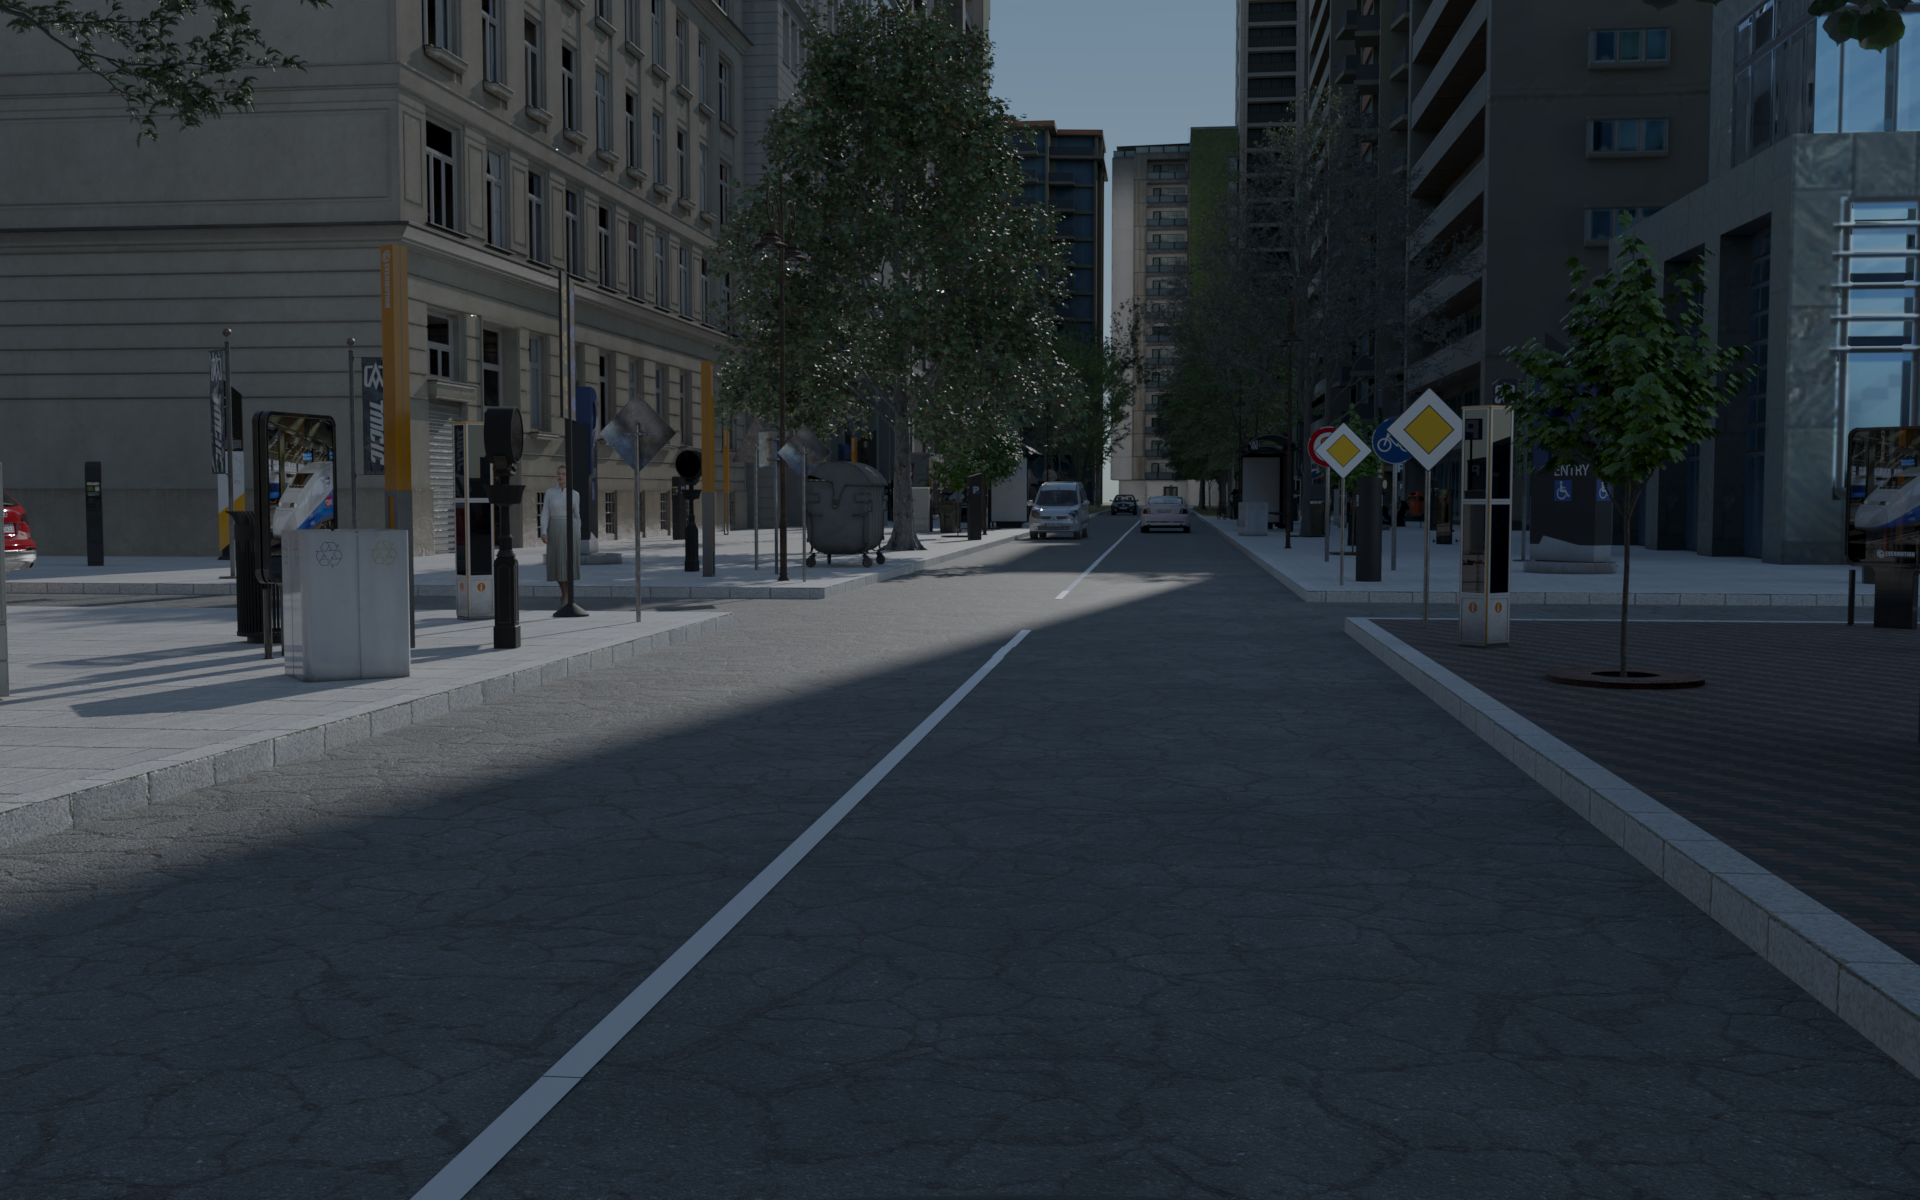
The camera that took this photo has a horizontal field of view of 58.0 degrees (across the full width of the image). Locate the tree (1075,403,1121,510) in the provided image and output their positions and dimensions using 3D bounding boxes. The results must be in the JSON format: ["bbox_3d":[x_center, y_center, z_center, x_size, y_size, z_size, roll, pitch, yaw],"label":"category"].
[{"bbox_3d":[10.767,-11.459,137.717,4.737,8.622,4.395,0,3,0],"label":"tree"}]

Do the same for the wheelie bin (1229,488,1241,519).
[{"bbox_3d":[14.104,-4.889,87.845,0.693,1.594,0.980,3,5,43],"label":"wheelie bin"}]

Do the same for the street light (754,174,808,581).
[{"bbox_3d":[-2.611,-3.221,25.453,0.468,5.910,1.993,0,4,7],"label":"street light"}]

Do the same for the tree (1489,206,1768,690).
[{"bbox_3d":[4.429,-1.054,11.838,1.663,3.219,1.824,0,3,0],"label":"tree"}]

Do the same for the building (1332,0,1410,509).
[{"bbox_3d":[36.386,-28.094,113.963,22.147,44.769,28.867,0,4,7],"label":"building"}]

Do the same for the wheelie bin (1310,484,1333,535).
[{"bbox_3d":[11.149,-2.811,53.872,0.980,1.594,0.693,3,4,37],"label":"wheelie bin"}]

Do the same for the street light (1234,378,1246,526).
[{"bbox_3d":[11.158,-5.889,69.070,0.468,5.910,1.993,0,4,7],"label":"street light"}]

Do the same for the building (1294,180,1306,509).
[{"bbox_3d":[37.433,-23.602,157.589,14.160,30.474,14.107,0,4,7],"label":"building"}]

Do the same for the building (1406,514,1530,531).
[{"bbox_3d":[30.134,-27.199,68.408,21.300,48.544,21.600,0,4,7],"label":"building"}]

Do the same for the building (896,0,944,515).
[{"bbox_3d":[-10.663,-41.140,110.885,20.563,71.187,20.611,0,4,7],"label":"building"}]

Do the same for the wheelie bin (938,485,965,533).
[{"bbox_3d":[-0.301,-3.009,57.106,0.980,1.594,0.693,2,4,23],"label":"wheelie bin"}]

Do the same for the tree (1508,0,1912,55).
[{"bbox_3d":[3.825,-5.863,2.512,9.857,13.997,8.962,0,3,0],"label":"tree"}]

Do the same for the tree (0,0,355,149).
[{"bbox_3d":[-6.047,-4.461,7.345,7.601,10.594,8.767,-1,4,-23],"label":"tree"}]

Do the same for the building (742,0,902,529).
[{"bbox_3d":[-10.200,-18.396,78.273,11.434,29.767,29.804,0,4,7],"label":"building"}]

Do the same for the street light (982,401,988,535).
[{"bbox_3d":[0.776,-4.970,54.045,0.468,5.910,1.993,0,4,7],"label":"street light"}]

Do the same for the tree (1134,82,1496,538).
[{"bbox_3d":[10.453,-8.617,51.261,12.009,13.543,11.850,0,3,0],"label":"tree"}]

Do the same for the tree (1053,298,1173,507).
[{"bbox_3d":[14.722,-18.952,165.751,12.611,20.169,13.585,0,3,0],"label":"tree"}]

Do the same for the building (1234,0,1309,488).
[{"bbox_3d":[41.790,-46.381,196.574,20.611,71.187,20.563,0,4,7],"label":"building"}]

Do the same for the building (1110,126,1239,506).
[{"bbox_3d":[24.177,-31.359,196.319,14.086,41.232,14.154,0,4,7],"label":"building"}]

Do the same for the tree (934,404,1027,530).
[{"bbox_3d":[0.765,-4.867,63.292,4.285,4.588,4.351,0,3,0],"label":"tree"}]

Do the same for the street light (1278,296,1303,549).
[{"bbox_3d":[7.734,-4.152,40.671,0.468,5.910,1.993,0,4,7],"label":"street light"}]

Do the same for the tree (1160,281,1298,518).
[{"bbox_3d":[14.404,-10.636,92.026,7.486,12.596,7.792,0,3,0],"label":"tree"}]

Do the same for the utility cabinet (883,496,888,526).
[{"bbox_3d":[-3.345,-3.575,69.605,0.306,1.237,1.020,-3,5,-42],"label":"utility cabinet"}]

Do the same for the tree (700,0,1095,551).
[{"bbox_3d":[-1.407,-7.478,39.273,9.611,12.733,9.660,0,3,0],"label":"tree"}]

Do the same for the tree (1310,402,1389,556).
[{"bbox_3d":[8.186,-2.569,36.597,1.663,3.219,1.824,0,3,0],"label":"tree"}]

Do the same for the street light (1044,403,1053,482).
[{"bbox_3d":[4.155,-6.690,82.176,0.468,5.910,1.993,0,4,7],"label":"street light"}]

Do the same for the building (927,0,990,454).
[{"bbox_3d":[-5.439,-27.224,128.703,14.154,41.232,14.086,0,4,7],"label":"building"}]

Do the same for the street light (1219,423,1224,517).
[{"bbox_3d":[14.750,-7.647,97.813,0.468,5.910,1.993,0,4,7],"label":"street light"}]

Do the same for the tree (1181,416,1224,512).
[{"bbox_3d":[18.063,-10.740,125.962,4.360,8.622,3.978,0,3,0],"label":"tree"}]

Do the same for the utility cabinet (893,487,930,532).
[{"bbox_3d":[-1.599,-2.965,57.162,1.173,1.500,0.318,0,4,6],"label":"utility cabinet"}]

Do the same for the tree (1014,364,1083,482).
[{"bbox_3d":[5.137,-8.909,96.026,4.360,8.622,3.978,0,3,0],"label":"tree"}]

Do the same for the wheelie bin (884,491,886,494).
[{"bbox_3d":[-3.719,-4.218,76.876,0.693,1.594,0.980,-3,5,-41],"label":"wheelie bin"}]

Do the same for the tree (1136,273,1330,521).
[{"bbox_3d":[13.686,-9.555,81.980,9.928,11.665,9.643,0,3,0],"label":"tree"}]

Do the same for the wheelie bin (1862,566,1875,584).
[{"bbox_3d":[13.227,-1.029,24.737,0.693,1.594,0.980,3,5,45],"label":"wheelie bin"}]

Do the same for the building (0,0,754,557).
[{"bbox_3d":[-16.651,-13.204,49.163,16.112,22.955,30.059,0,4,7],"label":"building"}]

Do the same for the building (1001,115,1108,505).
[{"bbox_3d":[2.613,-33.562,203.360,28.867,44.769,22.147,0,4,7],"label":"building"}]

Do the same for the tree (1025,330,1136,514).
[{"bbox_3d":[7.465,-11.319,110.826,9.928,11.665,9.643,0,3,0],"label":"tree"}]

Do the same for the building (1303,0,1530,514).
[{"bbox_3d":[39.444,-31.508,138.849,21.300,48.544,21.600,0,4,7],"label":"building"}]

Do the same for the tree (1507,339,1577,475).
[{"bbox_3d":[12.802,-3.234,36.582,4.285,4.588,4.351,0,3,0],"label":"tree"}]

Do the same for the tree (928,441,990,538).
[{"bbox_3d":[-0.186,-3.478,51.462,1.663,3.219,1.824,0,3,0],"label":"tree"}]

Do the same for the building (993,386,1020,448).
[{"bbox_3d":[-10.918,-51.660,157.309,31.000,86.520,22.319,0,4,7],"label":"building"}]

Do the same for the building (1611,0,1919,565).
[{"bbox_3d":[31.591,-44.361,37.979,31.000,86.520,22.319,0,4,7],"label":"building"}]
